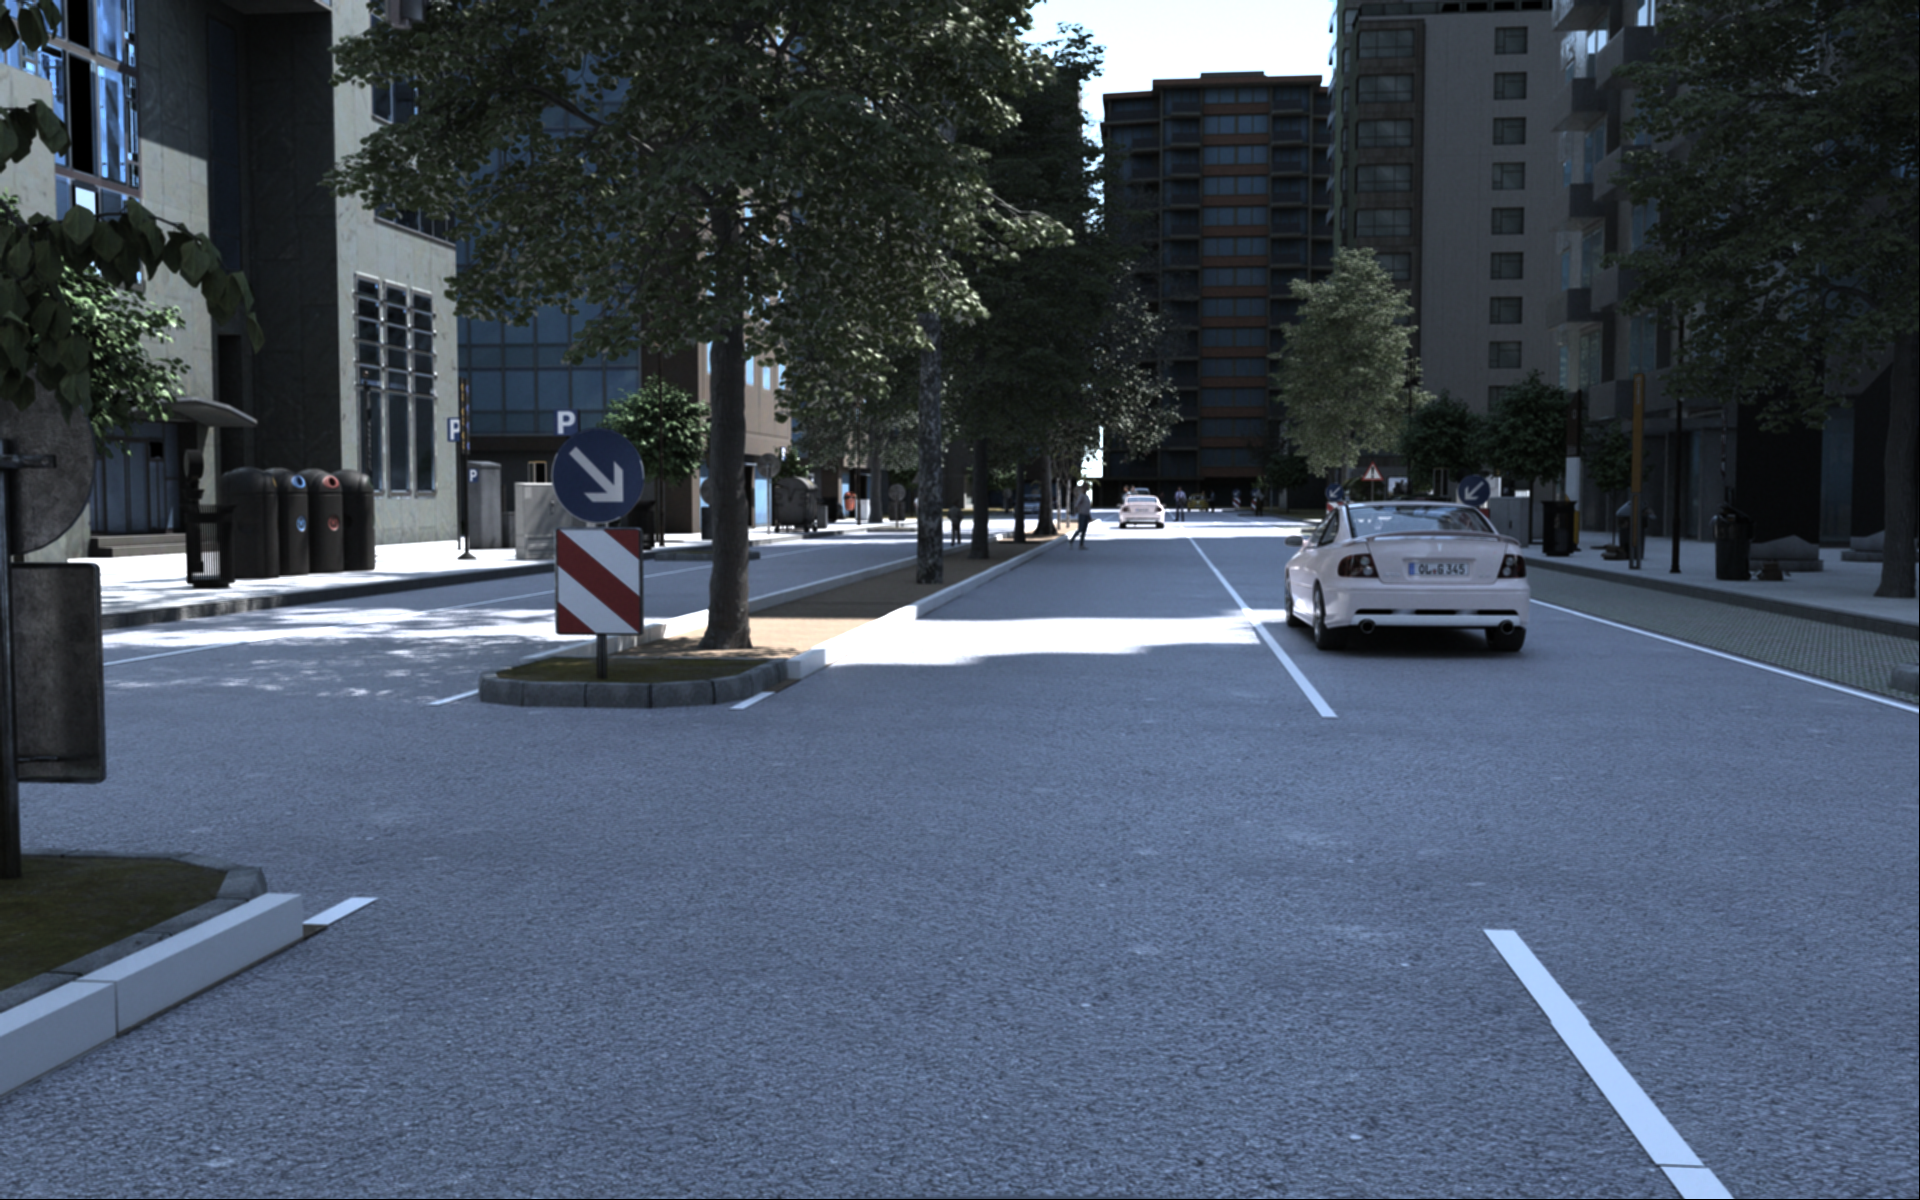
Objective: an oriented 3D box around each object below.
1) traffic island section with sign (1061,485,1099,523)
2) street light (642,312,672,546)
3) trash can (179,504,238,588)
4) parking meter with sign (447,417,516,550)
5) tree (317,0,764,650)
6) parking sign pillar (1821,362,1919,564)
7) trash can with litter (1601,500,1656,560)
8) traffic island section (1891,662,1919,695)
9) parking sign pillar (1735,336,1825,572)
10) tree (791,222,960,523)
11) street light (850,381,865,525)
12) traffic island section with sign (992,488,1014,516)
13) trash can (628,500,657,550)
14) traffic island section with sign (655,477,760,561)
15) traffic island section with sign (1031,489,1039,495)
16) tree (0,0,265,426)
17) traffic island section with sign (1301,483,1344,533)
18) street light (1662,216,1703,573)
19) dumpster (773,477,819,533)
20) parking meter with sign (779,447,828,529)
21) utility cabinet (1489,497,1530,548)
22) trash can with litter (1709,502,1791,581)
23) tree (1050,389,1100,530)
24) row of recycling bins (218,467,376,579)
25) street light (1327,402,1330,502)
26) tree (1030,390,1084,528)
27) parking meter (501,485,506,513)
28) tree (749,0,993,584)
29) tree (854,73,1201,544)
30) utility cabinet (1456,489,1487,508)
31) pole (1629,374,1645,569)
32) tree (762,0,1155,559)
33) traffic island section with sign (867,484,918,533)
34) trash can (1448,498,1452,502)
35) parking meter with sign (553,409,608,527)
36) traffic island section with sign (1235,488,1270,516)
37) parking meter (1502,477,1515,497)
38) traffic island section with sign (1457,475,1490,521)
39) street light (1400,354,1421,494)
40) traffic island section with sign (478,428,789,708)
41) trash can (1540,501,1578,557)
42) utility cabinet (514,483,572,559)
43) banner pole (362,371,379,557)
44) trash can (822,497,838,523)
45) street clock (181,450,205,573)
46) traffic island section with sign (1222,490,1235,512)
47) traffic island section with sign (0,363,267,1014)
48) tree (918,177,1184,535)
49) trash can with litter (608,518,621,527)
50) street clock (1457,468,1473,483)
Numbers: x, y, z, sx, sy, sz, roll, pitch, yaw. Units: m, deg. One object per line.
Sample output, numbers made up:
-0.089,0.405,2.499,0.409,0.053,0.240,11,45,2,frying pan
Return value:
5.992,-4.837,87.224,2.006,1.907,1.989,0,4,6,traffic island section with sign
-7.315,-4.253,42.326,0.468,5.910,1.993,0,4,6,street light
-10.276,-0.739,23.731,0.748,1.137,0.748,0,3,0,trash can
-11.010,-2.686,40.176,0.543,3.016,1.738,2,4,31,parking meter with sign
-2.201,-5.840,16.073,7.486,12.596,7.792,0,3,0,tree
17.637,-2.723,32.986,1.447,3.967,1.447,-1,4,-11,parking sign pillar
13.028,-1.371,33.797,1.055,1.170,0.624,-3,4,-37,trash can with litter
7.735,0.644,11.756,2.009,0.180,2.903,0,4,6,traffic island section
13.732,-2.481,29.043,1.447,3.967,1.447,2,4,26,parking sign pillar
-3.699,-10.465,77.756,9.857,13.997,8.962,0,3,0,tree
-4.152,-6.008,71.025,0.468,5.910,1.993,0,4,6,street light
3.169,-6.486,114.676,1.989,1.847,2.006,0,4,6,traffic island section with sign
-7.311,-1.717,39.719,0.748,1.137,0.748,0,3,0,trash can
-5.470,-1.797,38.003,1.989,1.847,2.006,0,4,6,traffic island section with sign
6.199,-8.124,141.461,1.989,1.847,2.006,0,4,6,traffic island section with sign
-3.044,-3.104,3.574,4.737,8.622,4.395,0,3,0,tree
13.607,-3.372,63.759,1.989,1.847,2.006,0,4,6,traffic island section with sign
11.644,-3.378,28.017,0.468,5.910,1.993,0,4,6,street light
-5.522,-3.206,58.183,1.264,1.857,1.865,0,4,6,dumpster
-5.779,-4.156,64.210,1.738,3.016,0.543,1,4,11,parking meter with sign
13.208,-1.868,41.706,0.306,1.237,1.020,-2,4,-29,utility cabinet
11.785,-0.884,25.846,1.055,1.170,0.624,1,4,10,trash can with litter
3.931,-7.057,68.199,4.737,8.622,4.395,0,3,0,tree
-10.609,-1.262,27.748,1.069,1.692,3.534,1,4,13,row of recycling bins
18.202,-6.900,85.605,0.468,5.910,1.993,0,4,6,street light
4.550,-7.338,72.798,4.360,8.622,3.978,0,3,0,tree
-12.813,-2.432,48.181,0.372,1.533,0.369,0,3,0,parking meter
-1.593,-10.376,27.998,12.611,20.169,13.585,0,3,0,tree
1.742,-8.365,49.588,12.009,13.543,11.850,0,3,0,tree
20.661,-3.746,69.932,1.173,1.500,0.318,3,4,37,utility cabinet
11.528,-2.180,29.478,0.158,3.312,0.155,0,3,0,pole
0.375,-7.194,38.203,7.486,12.596,7.792,0,3,0,tree
-2.381,-3.470,65.357,1.989,1.847,2.006,0,4,6,traffic island section with sign
17.656,-3.171,63.493,0.748,1.137,0.748,0,3,0,trash can
-7.931,-2.460,36.490,0.543,3.016,1.738,1,4,11,parking meter with sign
19.176,-6.391,113.113,1.989,1.847,2.006,0,4,6,traffic island section with sign
19.017,-3.326,60.097,0.255,1.863,0.399,-3,4,-38,parking meter
10.520,-1.693,36.312,1.989,1.847,2.006,0,4,6,traffic island section with sign
14.848,-5.164,57.218,0.468,5.910,1.993,0,4,6,street light
-2.415,-0.270,12.555,2.006,1.907,1.989,0,4,6,traffic island section with sign
12.349,-1.473,35.739,0.748,1.137,0.748,0,3,0,trash can
-8.179,-1.553,34.067,0.318,1.500,1.173,3,4,37,utility cabinet
-11.988,-2.759,35.124,0.401,3.779,0.863,-2,4,-27,banner pole
-5.865,-4.068,78.172,0.748,1.137,0.748,0,3,0,trash can
-12.498,-1.448,28.249,0.358,2.002,0.471,-3,4,-38,street clock
22.193,-8.029,139.899,1.989,1.847,2.006,0,4,6,traffic island section with sign
-3.255,0.180,5.196,2.006,1.907,1.989,0,4,6,traffic island section with sign
3.018,-8.622,60.429,9.611,12.733,9.660,0,3,0,tree
-7.946,-1.656,38.463,0.624,1.170,1.055,-2,4,-33,trash can with litter
14.011,-2.662,48.095,0.471,2.002,0.358,-3,4,-38,street clock
